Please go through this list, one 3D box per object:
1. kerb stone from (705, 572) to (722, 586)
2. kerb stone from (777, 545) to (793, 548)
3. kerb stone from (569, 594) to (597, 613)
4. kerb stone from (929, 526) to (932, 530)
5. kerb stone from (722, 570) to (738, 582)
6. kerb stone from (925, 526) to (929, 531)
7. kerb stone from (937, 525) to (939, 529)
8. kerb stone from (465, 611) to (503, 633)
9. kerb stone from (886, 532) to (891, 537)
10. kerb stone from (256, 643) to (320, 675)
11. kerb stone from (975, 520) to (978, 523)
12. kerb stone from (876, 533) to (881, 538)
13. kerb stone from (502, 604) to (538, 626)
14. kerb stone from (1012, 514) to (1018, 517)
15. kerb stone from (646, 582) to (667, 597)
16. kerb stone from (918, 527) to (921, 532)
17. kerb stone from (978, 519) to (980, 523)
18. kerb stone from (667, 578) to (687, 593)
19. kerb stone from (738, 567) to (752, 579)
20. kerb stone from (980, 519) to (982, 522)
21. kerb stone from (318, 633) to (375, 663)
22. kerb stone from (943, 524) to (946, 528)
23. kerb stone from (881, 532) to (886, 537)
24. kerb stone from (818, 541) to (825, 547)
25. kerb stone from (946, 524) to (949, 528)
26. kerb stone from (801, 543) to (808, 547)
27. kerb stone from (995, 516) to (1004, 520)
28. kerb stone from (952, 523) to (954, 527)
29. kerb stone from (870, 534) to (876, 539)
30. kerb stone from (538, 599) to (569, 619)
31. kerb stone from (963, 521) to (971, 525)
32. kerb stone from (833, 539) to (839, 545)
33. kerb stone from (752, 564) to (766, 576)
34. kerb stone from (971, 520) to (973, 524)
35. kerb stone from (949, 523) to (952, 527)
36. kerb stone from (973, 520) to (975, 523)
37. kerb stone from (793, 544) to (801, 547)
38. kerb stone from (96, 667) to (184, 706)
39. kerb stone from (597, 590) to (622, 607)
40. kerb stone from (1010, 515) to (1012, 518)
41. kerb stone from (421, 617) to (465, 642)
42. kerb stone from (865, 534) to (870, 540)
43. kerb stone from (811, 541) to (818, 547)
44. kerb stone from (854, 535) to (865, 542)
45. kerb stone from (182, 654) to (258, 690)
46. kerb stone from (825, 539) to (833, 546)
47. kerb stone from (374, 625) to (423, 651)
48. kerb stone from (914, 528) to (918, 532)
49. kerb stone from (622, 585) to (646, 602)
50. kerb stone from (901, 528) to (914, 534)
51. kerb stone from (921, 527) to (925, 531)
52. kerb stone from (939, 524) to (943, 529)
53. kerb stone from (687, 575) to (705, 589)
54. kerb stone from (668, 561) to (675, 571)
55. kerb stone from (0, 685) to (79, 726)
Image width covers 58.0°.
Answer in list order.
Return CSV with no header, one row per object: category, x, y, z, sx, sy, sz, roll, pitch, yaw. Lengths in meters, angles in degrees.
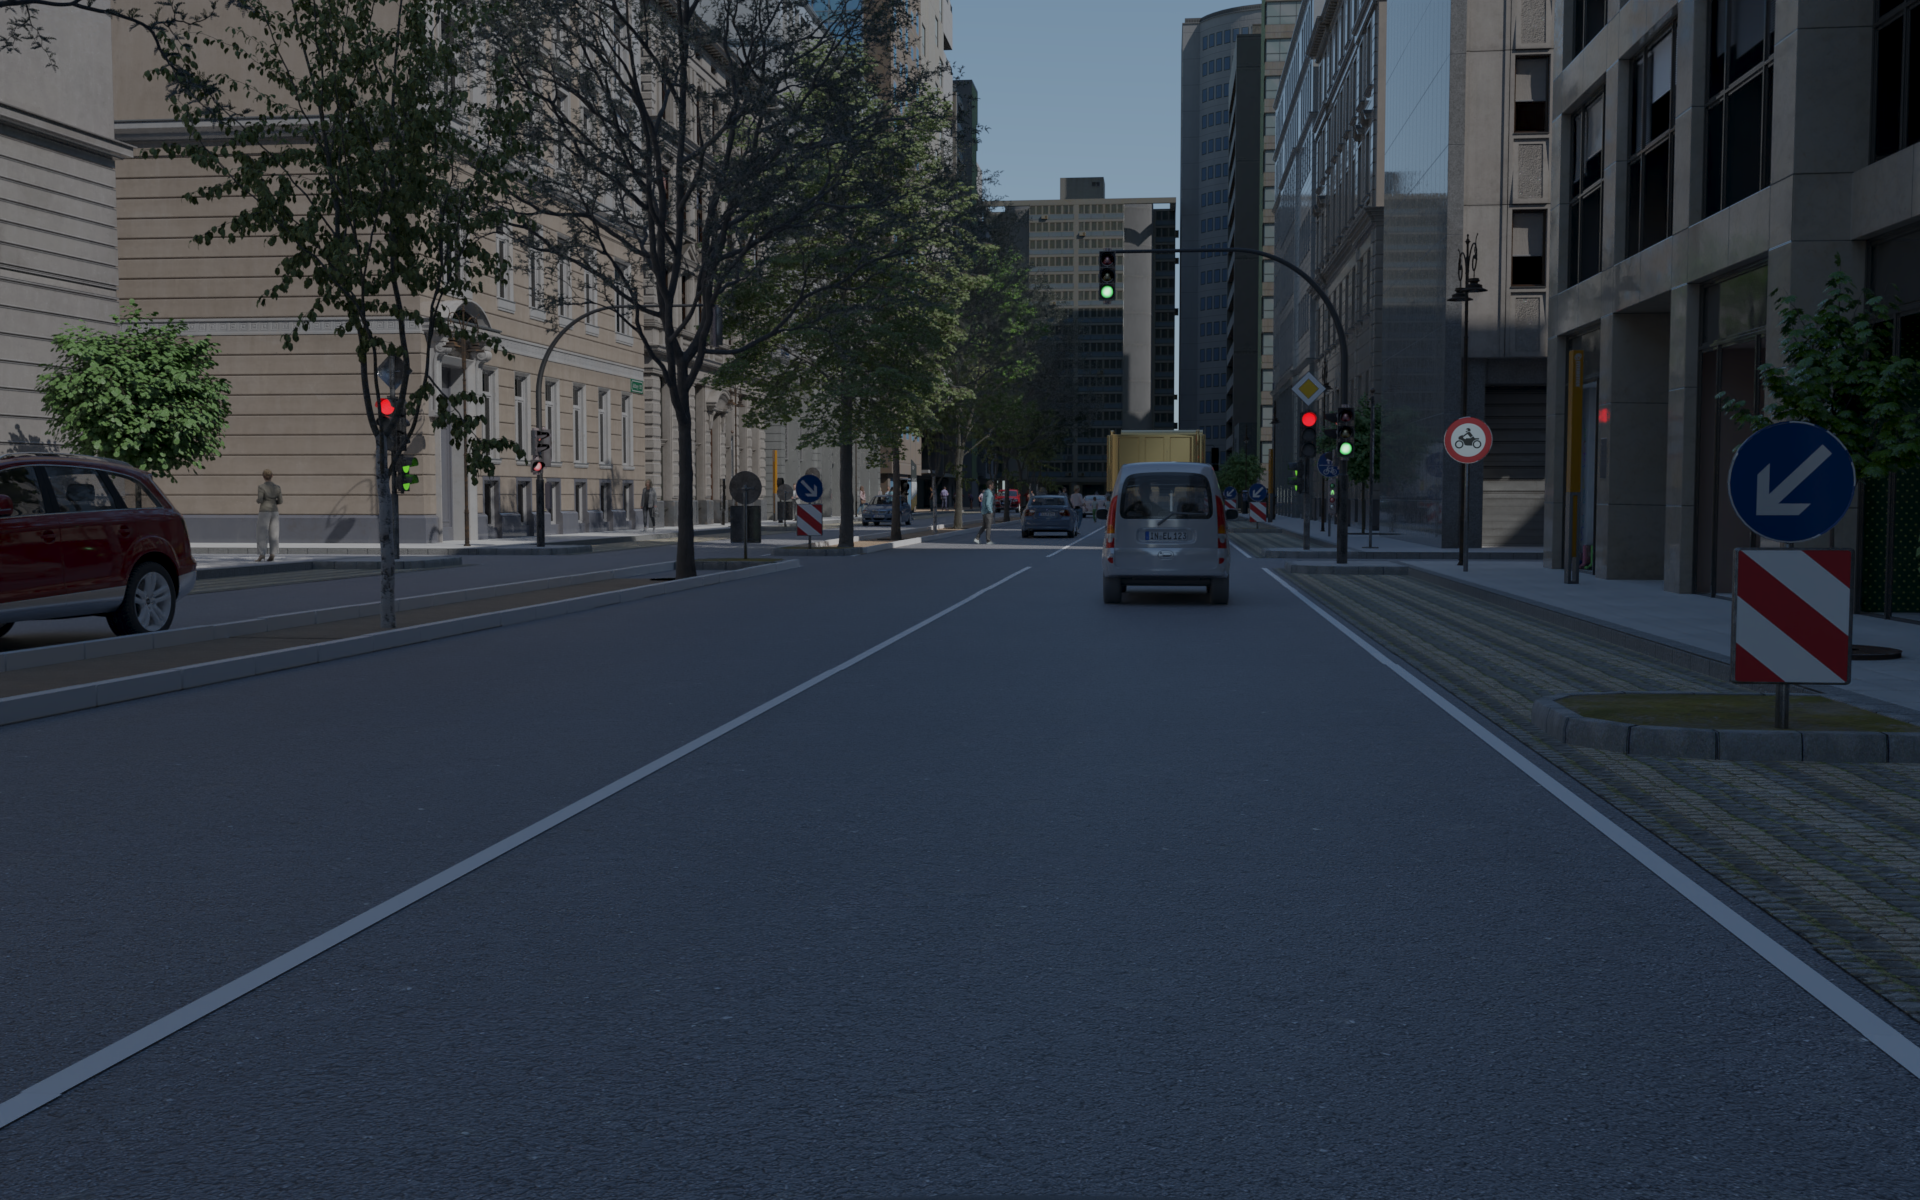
kerb stone,-3.995,-0.319,27.424,0.120,0.150,1.000,0,4,7
kerb stone,-4.325,-1.239,42.447,0.120,0.150,1.000,0,4,7
kerb stone,-4.718,0.054,21.314,0.120,0.150,1.000,0,4,7
kerb stone,-1.313,-2.795,67.889,0.120,0.150,1.000,0,4,7
kerb stone,-3.872,-0.382,28.438,0.120,0.150,1.000,0,4,7
kerb stone,-1.421,-2.731,66.873,0.120,0.150,1.000,0,4,7
kerb stone,-1.069,-2.920,69.933,0.120,0.150,1.000,0,4,7
kerb stone,-5.094,0.241,18.258,0.120,0.150,1.000,0,4,7
kerb stone,-2.520,-2.172,57.708,0.120,0.150,1.000,0,4,7
kerb stone,-5.568,0.491,14.197,0.120,0.150,1.000,0,4,7
kerb stone,0.629,-3.790,84.176,0.120,0.150,1.000,0,4,7
kerb stone,-2.754,-2.042,55.677,0.120,0.150,1.000,0,4,7
kerb stone,-4.962,0.179,19.271,0.120,0.150,1.000,0,4,7
kerb stone,3.283,-5.160,106.568,0.120,0.150,1.000,0,4,7
kerb stone,-4.362,-0.133,24.373,0.120,0.150,1.000,0,4,7
kerb stone,-1.666,-2.607,64.843,0.120,0.150,1.000,0,4,7
kerb stone,0.747,-3.853,85.193,0.120,0.150,1.000,0,4,7
kerb stone,-4.237,-0.195,25.387,0.120,0.150,1.000,0,4,7
kerb stone,-3.755,-0.435,29.454,0.120,0.150,1.000,0,4,7
kerb stone,0.873,-3.915,86.209,0.120,0.150,1.000,0,4,7
kerb stone,-5.441,0.431,15.211,0.120,0.150,1.000,0,4,7
kerb stone,-0.823,-3.044,71.970,0.120,0.150,1.000,0,4,7
kerb stone,-2.642,-2.105,56.693,0.120,0.150,1.000,0,4,7
kerb stone,-3.849,-1.488,46.519,0.120,0.150,1.000,0,4,7
kerb stone,-0.696,-3.107,72.988,0.120,0.150,1.000,0,4,7
kerb stone,-4.081,-1.359,44.483,0.120,0.150,1.000,0,4,7
kerb stone,2.203,-4.600,97.409,0.120,0.150,1.000,0,4,7
kerb stone,-0.457,-3.231,75.028,0.120,0.150,1.000,0,4,7
kerb stone,-2.871,-1.984,54.661,0.120,0.150,1.000,0,4,7
kerb stone,-4.841,0.118,20.286,0.120,0.150,1.000,0,4,7
kerb stone,0.270,-3.604,81.129,0.120,0.150,1.000,0,4,7
kerb stone,-3.601,-1.612,48.548,0.120,0.150,1.000,0,4,7
kerb stone,-3.633,-0.505,30.469,0.120,0.150,1.000,0,4,7
kerb stone,0.386,-3.667,82.146,0.120,0.150,1.000,0,4,7
kerb stone,-0.575,-3.169,74.004,0.120,0.150,1.000,0,4,7
kerb stone,0.505,-3.729,83.161,0.120,0.150,1.000,0,4,7
kerb stone,-4.206,-1.300,43.465,0.120,0.150,1.000,0,4,7
kerb stone,-5.808,0.615,12.167,0.120,0.150,1.000,0,4,7
kerb stone,-4.604,-0.008,22.330,0.120,0.150,1.000,0,4,7
kerb stone,2.804,-4.912,102.499,0.120,0.150,1.000,0,4,7
kerb stone,-5.212,0.303,17.243,0.120,0.150,1.000,0,4,7
kerb stone,-2.994,-1.923,53.641,0.120,0.150,1.000,0,4,7
kerb stone,-3.964,-1.425,45.498,0.120,0.150,1.000,0,4,7
kerb stone,-3.115,-1.861,52.620,0.120,0.150,1.000,0,4,7
kerb stone,-5.684,0.551,13.181,0.120,0.150,1.000,0,4,7
kerb stone,-3.721,-1.548,47.533,0.120,0.150,1.000,0,4,7
kerb stone,-5.326,0.365,16.227,0.120,0.150,1.000,0,4,7
kerb stone,-1.783,-2.546,63.820,0.120,0.150,1.000,0,4,7
kerb stone,-4.476,-0.070,23.352,0.120,0.150,1.000,0,4,7
kerb stone,-1.906,-2.480,62.805,0.120,0.150,1.000,0,4,7
kerb stone,-1.548,-2.669,65.858,0.120,0.150,1.000,0,4,7
kerb stone,-0.937,-2.982,70.952,0.120,0.150,1.000,0,4,7
kerb stone,-4.121,-0.257,26.404,0.120,0.150,1.000,0,4,7
kerb stone,-5.483,-0.645,32.733,0.120,0.150,1.000,0,4,7
kerb stone,-5.927,0.675,11.152,0.120,0.150,1.000,0,4,7
